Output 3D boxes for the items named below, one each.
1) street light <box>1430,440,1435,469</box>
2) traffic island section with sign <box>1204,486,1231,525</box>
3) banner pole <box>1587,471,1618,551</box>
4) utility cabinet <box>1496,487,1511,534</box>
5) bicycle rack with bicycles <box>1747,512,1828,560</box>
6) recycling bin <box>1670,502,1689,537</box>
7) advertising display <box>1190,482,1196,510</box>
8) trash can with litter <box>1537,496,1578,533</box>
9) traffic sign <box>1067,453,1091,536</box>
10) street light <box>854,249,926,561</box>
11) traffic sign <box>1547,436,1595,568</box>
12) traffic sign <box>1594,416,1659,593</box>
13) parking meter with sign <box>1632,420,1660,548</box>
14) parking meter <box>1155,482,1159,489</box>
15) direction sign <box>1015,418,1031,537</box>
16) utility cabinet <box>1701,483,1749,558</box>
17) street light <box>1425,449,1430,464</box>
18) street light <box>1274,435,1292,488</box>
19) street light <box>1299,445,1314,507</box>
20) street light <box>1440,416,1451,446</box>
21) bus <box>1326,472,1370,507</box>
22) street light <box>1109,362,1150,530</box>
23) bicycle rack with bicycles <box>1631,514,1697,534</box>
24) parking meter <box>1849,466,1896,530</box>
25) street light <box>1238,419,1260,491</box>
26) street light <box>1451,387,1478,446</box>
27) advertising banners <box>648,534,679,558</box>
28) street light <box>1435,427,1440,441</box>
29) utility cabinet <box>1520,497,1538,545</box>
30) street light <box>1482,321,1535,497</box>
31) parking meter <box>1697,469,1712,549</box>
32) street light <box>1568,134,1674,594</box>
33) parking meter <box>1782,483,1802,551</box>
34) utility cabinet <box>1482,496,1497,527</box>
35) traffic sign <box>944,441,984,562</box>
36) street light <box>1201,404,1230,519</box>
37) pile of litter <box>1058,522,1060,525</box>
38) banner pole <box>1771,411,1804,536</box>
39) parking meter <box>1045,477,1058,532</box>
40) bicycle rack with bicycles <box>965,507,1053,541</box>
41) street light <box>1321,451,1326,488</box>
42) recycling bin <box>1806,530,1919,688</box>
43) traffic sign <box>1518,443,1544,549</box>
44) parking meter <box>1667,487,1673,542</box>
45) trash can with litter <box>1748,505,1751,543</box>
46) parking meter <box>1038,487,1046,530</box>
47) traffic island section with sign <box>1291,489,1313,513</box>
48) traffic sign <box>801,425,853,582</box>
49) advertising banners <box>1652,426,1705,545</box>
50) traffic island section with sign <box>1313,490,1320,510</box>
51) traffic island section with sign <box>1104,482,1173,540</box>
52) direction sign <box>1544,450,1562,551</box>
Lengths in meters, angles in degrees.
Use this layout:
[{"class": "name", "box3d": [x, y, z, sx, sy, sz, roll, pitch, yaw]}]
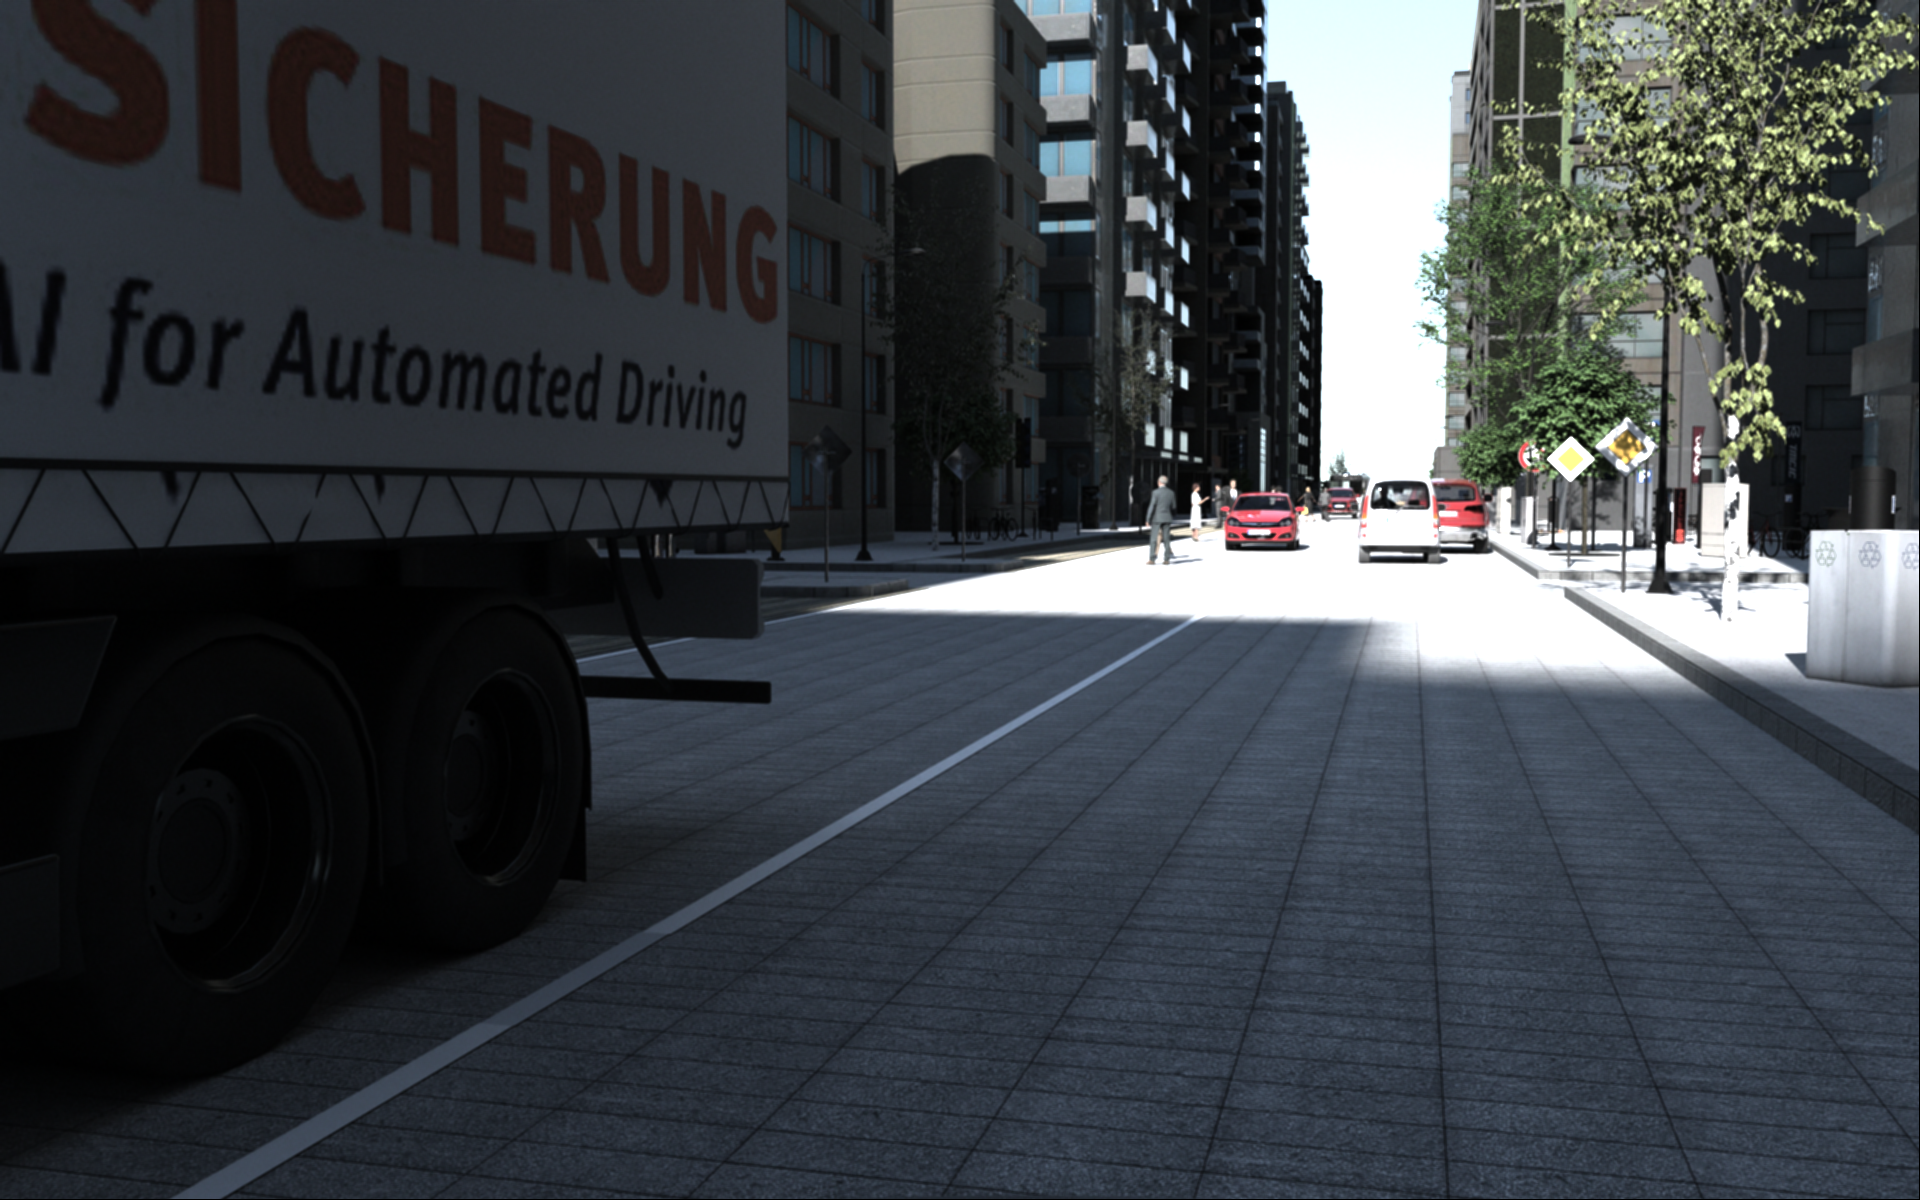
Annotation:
[{"class": "street light", "box3d": [40.939, -10.687, 147.276, 1.470, 5.913, 1.316, 1, 4, 15]}, {"class": "traffic island section with sign", "box3d": [12.469, -4.412, 80.761, 1.989, 1.847, 2.006, 1, 4, 15]}, {"class": "banner pole", "box3d": [14.481, -2.995, 38.992, 0.863, 3.779, 0.401, -1, 4, -19]}, {"class": "utility cabinet", "box3d": [17.496, -2.882, 55.799, 0.318, 1.500, 1.173, 1, 4, 10]}, {"class": "bicycle rack with bicycles", "box3d": [17.207, -1.293, 34.524, 2.852, 0.926, 2.925, 0, 4, 1]}, {"class": "recycling bin", "box3d": [21.473, -2.420, 52.114, 0.722, 1.027, 0.722, 2, 4, 32]}, {"class": "advertising display", "box3d": [12.273, -5.264, 91.288, 0.123, 1.923, 0.974, 0, 4, -2]}, {"class": "trash can with litter", "box3d": [19.497, -2.828, 57.298, 1.678, 1.210, 2.233, -1, 4, -15]}, {"class": "traffic sign", "box3d": [3.658, -3.265, 53.496, 0.768, 2.556, 0.104, 1, 4, 19]}, {"class": "street light", "box3d": [-1.328, -3.702, 33.065, 1.470, 5.913, 1.316, 1, 4, 15]}, {"class": "traffic sign", "box3d": [10.608, -1.621, 30.140, 0.795, 2.450, 0.064, 1, 4, 15]}, {"class": "traffic sign", "box3d": [8.601, -1.148, 22.410, 0.795, 2.450, 0.064, 1, 4, 15]}, {"class": "parking meter with sign", "box3d": [16.433, -2.772, 41.578, 0.543, 3.016, 1.738, 1, 4, 19]}, {"class": "parking meter", "box3d": [8.336, -4.074, 72.317, 0.255, 1.863, 0.399, 3, 4, 36]}, {"class": "direction sign", "box3d": [1.884, -3.657, 51.793, 0.379, 3.537, 0.876, -2, 4, -28]}, {"class": "utility cabinet", "box3d": [15.386, -1.599, 34.828, 0.318, 1.500, 1.173, 0, 4, -8]}, {"class": "street light", "box3d": [48.358, -12.451, 176.119, 1.470, 5.913, 1.316, 1, 4, 15]}, {"class": "street light", "box3d": [25.142, -9.948, 135.196, 1.470, 5.913, 1.316, 1, 4, 15]}, {"class": "street light", "box3d": [32.547, -11.654, 163.089, 1.470, 5.913, 1.316, 1, 4, 15]}, {"class": "street light", "box3d": [29.433, -7.971, 102.865, 1.470, 5.913, 1.316, 1, 4, 15]}, {"class": "bus", "box3d": [32.081, -9.020, 142.334, 2.948, 3.499, 13.247, 1, 4, 16]}, {"class": "street light", "box3d": [5.967, -5.410, 60.987, 1.470, 5.913, 1.316, 1, 4, 15]}, {"class": "bicycle rack with bicycles", "box3d": [22.733, -2.527, 54.696, 2.925, 0.926, 2.852, 0, 4, 6]}, {"class": "parking meter", "box3d": [8.335, -0.455, 15.850, 0.372, 1.533, 0.369, 0, 3, 0]}, {"class": "street light", "box3d": [17.842, -8.236, 107.192, 1.470, 5.913, 1.316, 1, 4, 15]}, {"class": "street light", "box3d": [22.081, -6.258, 74.863, 1.470, 5.913, 1.316, 1, 4, 15]}, {"class": "advertising banners", "box3d": [-4.044, -1.648, 23.129, 0.090, 3.025, 2.074, 0, 4, 4]}, {"class": "street light", "box3d": [33.684, -8.979, 119.344, 1.470, 5.913, 1.316, 1, 4, 15]}, {"class": "utility cabinet", "box3d": [14.603, -2.038, 44.476, 0.306, 1.237, 1.020, 1, 4, 11]}, {"class": "street light", "box3d": [14.808, -4.529, 46.587, 1.470, 5.913, 1.316, 1, 4, 15]}, {"class": "parking meter", "box3d": [17.425, -2.130, 40.543, 0.255, 1.863, 0.399, 1, 4, 16]}, {"class": "street light", "box3d": [8.536, -3.048, 22.380, 1.470, 5.913, 1.316, 1, 4, 15]}, {"class": "parking meter", "box3d": [18.967, -1.901, 39.490, 0.372, 1.533, 0.369, 0, 3, 0]}, {"class": "utility cabinet", "box3d": [20.788, -3.461, 67.747, 1.020, 1.237, 0.306, 1, 4, 17]}, {"class": "traffic sign", "box3d": [0.068, -1.789, 32.888, 0.795, 2.450, 0.064, 1, 4, 15]}, {"class": "street light", "box3d": [13.240, -7.160, 89.607, 1.470, 5.913, 1.316, 1, 4, 15]}, {"class": "pile of litter", "box3d": [3.562, -3.494, 71.091, 1.719, 0.858, 1.176, 3, 5, 44]}, {"class": "banner pole", "box3d": [25.061, -3.821, 52.488, 0.863, 3.779, 0.401, 1, 4, 9]}, {"class": "parking meter", "box3d": [3.132, -3.266, 59.110, 0.399, 1.863, 0.255, -2, 4, -27]}, {"class": "bicycle rack with bicycles", "box3d": [1.438, -2.144, 48.444, 2.852, 0.926, 2.925, 0, 4, -7]}, {"class": "street light", "box3d": [38.920, -13.195, 188.277, 1.470, 5.913, 1.316, 1, 4, 15]}, {"class": "recycling bin", "box3d": [6.345, 0.043, 11.859, 0.722, 1.027, 0.722, -1, 4, -19]}, {"class": "traffic sign", "box3d": [13.332, -2.450, 40.158, 0.768, 2.556, 0.104, 1, 4, 19]}, {"class": "parking meter", "box3d": [18.893, -2.325, 46.420, 0.372, 1.533, 0.369, 0, 3, 0]}, {"class": "trash can with litter", "box3d": [20.731, -2.105, 45.811, 0.624, 1.170, 1.055, 0, 4, 2]}, {"class": "parking meter", "box3d": [2.966, -3.245, 61.470, 0.372, 1.533, 0.369, 0, 3, 0]}, {"class": "traffic island section with sign", "box3d": [25.169, -7.402, 129.645, 1.989, 1.847, 2.006, 1, 4, 15]}, {"class": "traffic sign", "box3d": [-1.940, -1.316, 25.159, 0.795, 2.450, 0.064, 1, 4, 15]}, {"class": "advertising banners", "box3d": [18.400, -2.942, 44.288, 2.074, 3.025, 0.090, -2, 4, -33]}, {"class": "traffic island section with sign", "box3d": [31.934, -8.998, 155.741, 1.989, 1.847, 2.006, 1, 4, 15]}, {"class": "traffic island section with sign", "box3d": [5.691, -2.816, 54.669, 1.989, 1.847, 2.006, 1, 4, 15]}, {"class": "direction sign", "box3d": [13.500, -2.895, 39.330, 0.379, 3.537, 0.876, -1, 4, -11]}]
